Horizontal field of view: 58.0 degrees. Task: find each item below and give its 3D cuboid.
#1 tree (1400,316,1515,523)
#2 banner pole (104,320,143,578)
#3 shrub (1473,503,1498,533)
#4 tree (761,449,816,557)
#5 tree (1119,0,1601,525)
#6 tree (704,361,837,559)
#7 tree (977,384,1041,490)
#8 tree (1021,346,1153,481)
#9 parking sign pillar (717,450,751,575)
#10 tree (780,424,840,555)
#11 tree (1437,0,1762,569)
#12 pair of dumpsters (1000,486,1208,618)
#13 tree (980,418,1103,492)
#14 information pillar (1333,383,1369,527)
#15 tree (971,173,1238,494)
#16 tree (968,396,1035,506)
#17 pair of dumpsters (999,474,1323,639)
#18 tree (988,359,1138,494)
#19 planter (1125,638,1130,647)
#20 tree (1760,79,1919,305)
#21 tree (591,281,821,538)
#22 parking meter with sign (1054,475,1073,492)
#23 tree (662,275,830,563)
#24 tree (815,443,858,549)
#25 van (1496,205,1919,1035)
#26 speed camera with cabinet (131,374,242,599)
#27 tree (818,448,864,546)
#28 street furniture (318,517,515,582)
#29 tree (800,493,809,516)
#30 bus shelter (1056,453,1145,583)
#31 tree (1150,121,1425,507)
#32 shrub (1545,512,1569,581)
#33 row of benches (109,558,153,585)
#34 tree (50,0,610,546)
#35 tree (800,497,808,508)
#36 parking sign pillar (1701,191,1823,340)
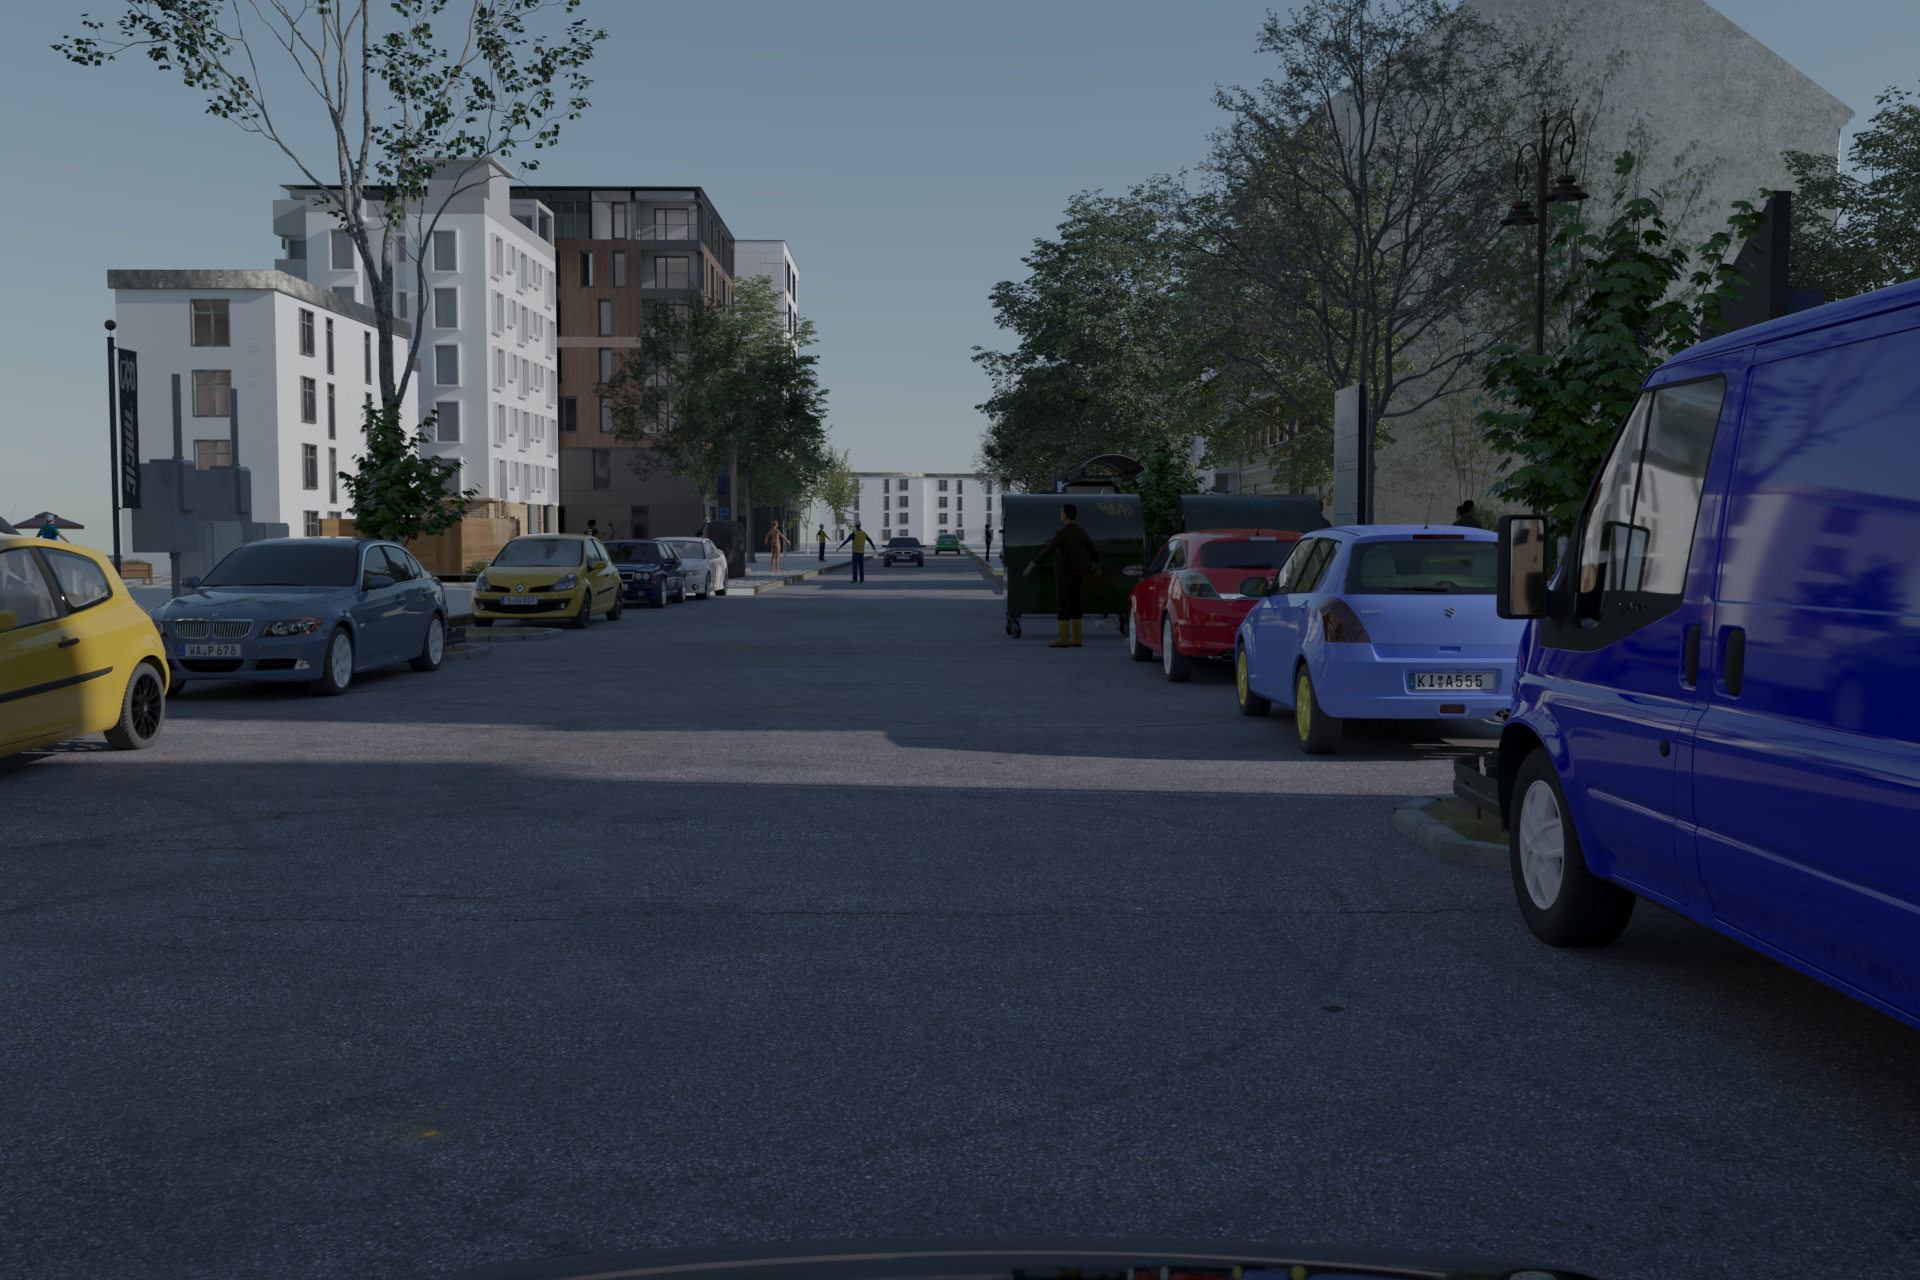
[{"bbox_3d":[16.681,-6.505,56.725,4.360,8.622,3.978,0,3,0],"label":"tree"},{"bbox_3d":[-9.915,-1.868,20.552,0.401,3.779,0.863,0,4,0],"label":"banner pole"},{"bbox_3d":[12.980,-2.404,43.350,1.661,2.075,1.752,0,3,0],"label":"shrub"},{"bbox_3d":[-9.777,-8.948,96.655,4.360,8.622,3.978,0,3,0],"label":"tree"},{"bbox_3d":[8.553,-7.704,36.325,12.009,13.543,11.850,0,3,0],"label":"tree"},{"bbox_3d":[-9.780,-9.403,88.155,7.601,10.594,8.767,-2,4,-35],"label":"tree"},{"bbox_3d":[6.030,-13.169,125.679,12.009,13.543,11.850,0,3,0],"label":"tree"},{"bbox_3d":[6.209,-8.798,78.264,7.601,10.594,8.767,-2,4,-34],"label":"tree"},{"bbox_3d":[-7.394,-4.075,55.092,1.447,3.967,1.447,0,4,1],"label":"parking sign pillar"},{"bbox_3d":[-9.513,-9.625,107.734,4.737,8.622,4.395,0,3,0],"label":"tree"},{"bbox_3d":[8.593,-4.544,24.657,4.360,8.622,3.978,0,3,0],"label":"tree"},{"bbox_3d":[2.903,-1.519,29.782,4.436,2.255,1.574,0,3,0],"label":"pair of dumpsters"},{"bbox_3d":[4.963,-10.020,98.246,8.767,10.594,7.601,1,4,17],"label":"tree"},{"bbox_3d":[6.260,-2.232,27.801,0.184,3.620,1.656,0,4,0],"label":"information pillar"},{"bbox_3d":[5.251,-9.490,61.811,9.857,13.997,8.962,0,3,0],"label":"tree"},{"bbox_3d":[5.801,-14.329,144.648,12.009,13.543,11.850,0,3,0],"label":"tree"},{"bbox_3d":[2.756,-1.178,24.213,4.436,2.255,1.574,0,4,-1],"label":"pair of dumpsters"},{"bbox_3d":[5.689,-9.473,89.292,8.767,10.594,7.601,0,4,1],"label":"tree"},{"bbox_3d":[3.130,-0.055,22.044,1.991,0.319,1.994,0,4,-1],"label":"planter"},{"bbox_3d":[26.434,-8.677,48.532,9.857,13.997,8.962,0,3,0],"label":"tree"},{"bbox_3d":[-9.286,-7.881,63.260,8.767,10.594,7.601,0,4,-7],"label":"tree"},{"bbox_3d":[3.094,-3.321,50.554,0.543,3.016,1.738,0,4,-2],"label":"parking meter with sign"},{"bbox_3d":[-9.316,-9.647,75.850,7.486,12.596,7.792,0,3,0],"label":"tree"},{"bbox_3d":[-9.941,-11.597,139.973,4.737,8.622,4.395,0,3,0],"label":"tree"},{"bbox_3d":[2.959,0.006,4.294,2.240,2.365,5.245,0,4,-1],"label":"van"},{"bbox_3d":[-9.880,-1.702,22.164,0.660,3.252,2.038,0,4,-1],"label":"speed camera with cabinet"},{"bbox_3d":[-10.137,-11.931,145.431,4.737,8.622,4.395,0,3,0],"label":"tree"},{"bbox_3d":[-14.112,-2.603,49.413,9.812,1.723,11.010,0,4,3],"label":"street furniture"},{"bbox_3d":[-22.427,-17.576,237.733,4.737,8.622,4.395,0,3,0],"label":"tree"},{"bbox_3d":[3.767,-3.195,46.169,2.014,3.302,5.546,0,4,-1],"label":"bus shelter"},{"bbox_3d":[9.256,-7.982,48.631,7.486,12.596,7.792,0,3,0],"label":"tree"},{"bbox_3d":[16.100,-2.639,47.573,1.690,2.028,1.600,0,3,0],"label":"shrub"},{"bbox_3d":[-21.968,-1.663,42.660,4.104,0.672,1.422,-3,5,-41],"label":"row of benches"},{"bbox_3d":[-13.096,-10.992,35.616,12.611,20.169,13.585,0,3,0],"label":"tree"},{"bbox_3d":[-22.082,-17.263,232.610,4.360,8.622,3.978,0,3,0],"label":"tree"},{"bbox_3d":[6.578,-1.582,14.340,1.447,3.967,1.447,0,4,0],"label":"parking sign pillar"}]
